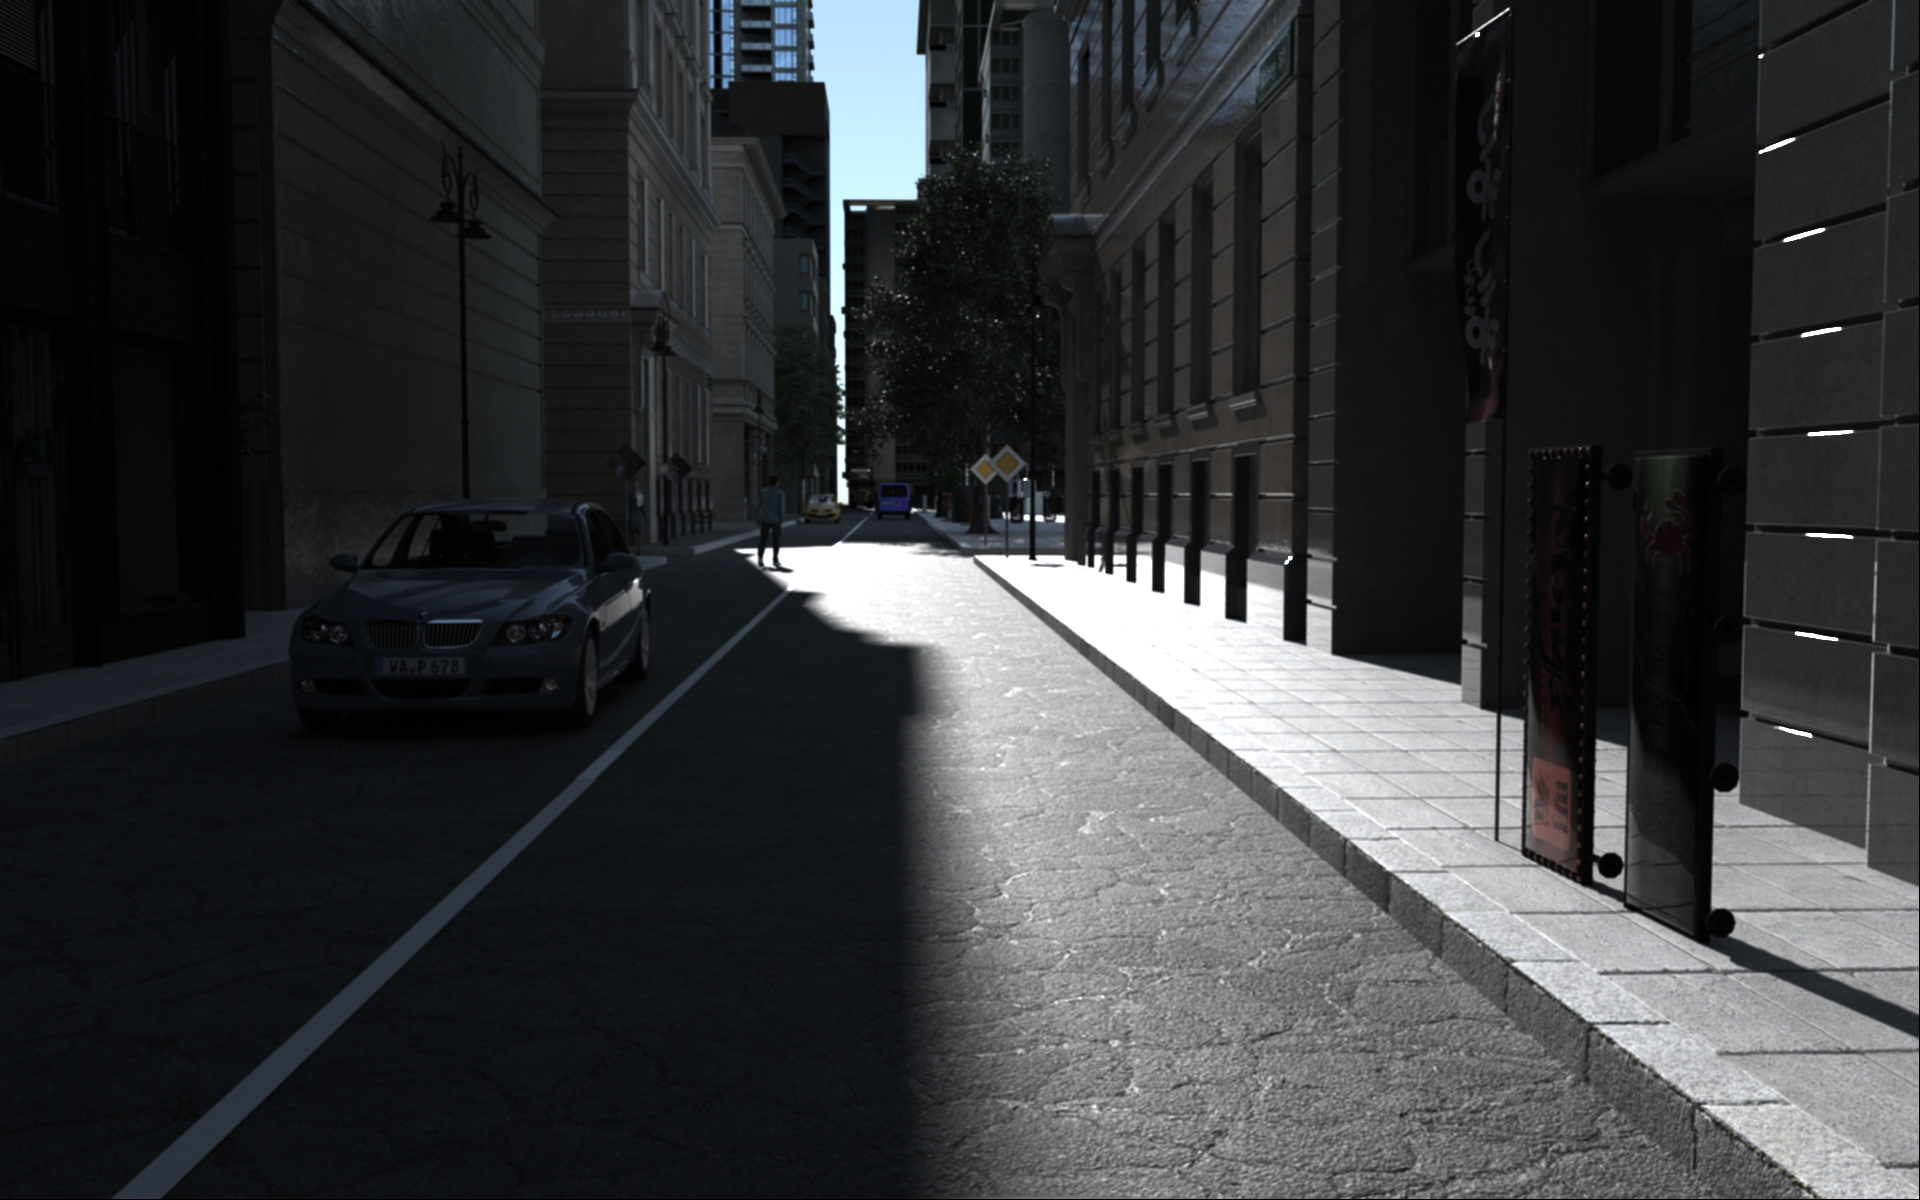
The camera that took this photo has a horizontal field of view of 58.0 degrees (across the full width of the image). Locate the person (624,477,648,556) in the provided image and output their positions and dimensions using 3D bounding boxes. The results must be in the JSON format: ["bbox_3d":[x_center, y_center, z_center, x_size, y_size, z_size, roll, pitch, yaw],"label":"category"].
[{"bbox_3d":[-7.412,-1.895,39.514,0.581,1.822,0.654,-2,4,-31],"label":"person"}]

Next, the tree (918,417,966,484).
[{"bbox_3d":[-1.214,-10.286,118.540,4.360,8.622,3.978,0,3,0],"label":"tree"}]

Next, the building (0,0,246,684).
[{"bbox_3d":[-12.243,-10.827,6.692,12.332,23.373,15.834,0,4,-2],"label":"building"}]

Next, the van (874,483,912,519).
[{"bbox_3d":[-3.813,-5.808,99.340,2.240,2.365,5.245,0,4,-3],"label":"van"}]

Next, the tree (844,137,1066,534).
[{"bbox_3d":[0.803,-8.487,55.763,9.611,12.733,9.660,0,3,0],"label":"tree"}]

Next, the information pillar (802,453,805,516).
[{"bbox_3d":[-9.032,-6.637,99.862,0.183,3.616,0.504,0,4,4],"label":"information pillar"}]

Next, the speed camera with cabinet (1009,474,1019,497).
[{"bbox_3d":[3.818,-7.085,110.173,0.660,3.252,2.038,2,4,30],"label":"speed camera with cabinet"}]

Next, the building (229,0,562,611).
[{"bbox_3d":[-21.913,-11.727,25.025,30.059,22.955,16.112,0,4,-2],"label":"building"}]

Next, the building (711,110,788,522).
[{"bbox_3d":[-14.522,-14.094,81.351,10.553,20.767,40.483,0,4,-2],"label":"building"}]

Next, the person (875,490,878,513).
[{"bbox_3d":[-6.361,-7.635,134.135,0.742,1.727,0.445,3,5,43],"label":"person"}]

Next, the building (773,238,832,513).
[{"bbox_3d":[-24.315,-17.510,131.332,27.650,21.520,28.899,0,4,-2],"label":"building"}]

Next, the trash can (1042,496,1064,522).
[{"bbox_3d":[4.151,-4.178,79.963,0.748,1.137,0.748,0,3,0],"label":"trash can"}]

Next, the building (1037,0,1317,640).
[{"bbox_3d":[8.673,-14.578,24.258,13.634,28.700,20.117,0,4,-2],"label":"building"}]

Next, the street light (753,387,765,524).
[{"bbox_3d":[-8.665,-6.239,74.789,0.468,5.910,1.993,0,4,-2],"label":"street light"}]

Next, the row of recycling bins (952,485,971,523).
[{"bbox_3d":[0.413,-4.388,78.860,1.069,1.692,3.534,1,4,17],"label":"row of recycling bins"}]

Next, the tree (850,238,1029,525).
[{"bbox_3d":[0.422,-9.823,70.984,12.009,13.543,11.850,0,3,0],"label":"tree"}]

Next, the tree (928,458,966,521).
[{"bbox_3d":[-0.566,-5.374,82.466,1.663,3.219,1.824,0,3,0],"label":"tree"}]

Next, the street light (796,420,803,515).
[{"bbox_3d":[-9.889,-8.174,106.438,0.468,5.910,1.993,0,4,-2],"label":"street light"}]

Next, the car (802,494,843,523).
[{"bbox_3d":[-6.821,-4.631,85.938,2.015,1.641,3.980,0,4,-3],"label":"car"}]

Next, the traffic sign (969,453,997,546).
[{"bbox_3d":[0.625,-2.376,42.485,0.795,2.450,0.064,0,4,-2],"label":"traffic sign"}]

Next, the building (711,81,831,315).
[{"bbox_3d":[-21.210,-32.729,185.224,14.200,45.320,14.600,0,4,-2],"label":"building"}]

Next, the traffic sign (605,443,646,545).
[{"bbox_3d":[-6.603,-1.871,34.233,0.795,2.450,0.064,0,4,-2],"label":"traffic sign"}]

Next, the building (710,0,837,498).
[{"bbox_3d":[-30.676,-54.860,209.634,31.000,86.520,22.319,0,4,-2],"label":"building"}]

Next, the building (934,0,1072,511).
[{"bbox_3d":[14.290,-26.980,132.996,32.217,40.220,23.993,0,4,-2],"label":"building"}]

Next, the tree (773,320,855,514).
[{"bbox_3d":[-10.545,-11.927,113.126,7.486,12.596,7.792,0,3,0],"label":"tree"}]

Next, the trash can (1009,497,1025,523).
[{"bbox_3d":[2.515,-3.966,76.490,0.748,1.137,0.748,0,3,0],"label":"trash can"}]

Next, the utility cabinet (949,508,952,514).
[{"bbox_3d":[-0.959,-6.014,109.492,1.020,1.237,0.306,2,4,33],"label":"utility cabinet"}]

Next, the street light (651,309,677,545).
[{"bbox_3d":[-7.393,-4.317,43.377,0.468,5.910,1.993,0,4,-2],"label":"street light"}]

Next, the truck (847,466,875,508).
[{"bbox_3d":[-10.100,-11.501,176.946,2.839,4.237,11.283,0,4,-3],"label":"truck"}]

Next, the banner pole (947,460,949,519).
[{"bbox_3d":[-0.609,-5.984,87.854,0.401,3.779,0.863,0,4,-1],"label":"banner pole"}]

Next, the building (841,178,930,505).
[{"bbox_3d":[-2.606,-32.050,215.890,23.993,40.220,32.217,0,4,-2],"label":"building"}]

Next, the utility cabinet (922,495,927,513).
[{"bbox_3d":[-2.391,-6.469,116.933,0.306,1.237,1.020,0,4,-4],"label":"utility cabinet"}]

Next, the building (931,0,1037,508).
[{"bbox_3d":[7.923,-43.812,154.579,20.563,71.187,20.611,0,4,-2],"label":"building"}]

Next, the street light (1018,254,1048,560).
[{"bbox_3d":[1.412,-3.718,33.581,0.468,5.910,1.993,0,4,-2],"label":"street light"}]

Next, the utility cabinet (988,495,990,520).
[{"bbox_3d":[1.057,-4.586,86.150,0.306,1.237,1.020,3,5,40],"label":"utility cabinet"}]

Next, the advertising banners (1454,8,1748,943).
[{"bbox_3d":[2.036,-0.588,5.798,0.090,3.025,2.074,0,4,-5],"label":"advertising banners"}]

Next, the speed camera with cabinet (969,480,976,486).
[{"bbox_3d":[1.043,-7.112,110.621,0.660,3.252,2.038,1,4,10],"label":"speed camera with cabinet"}]

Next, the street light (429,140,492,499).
[{"bbox_3d":[-6.630,-3.080,23.151,0.468,5.910,1.993,0,4,-2],"label":"street light"}]

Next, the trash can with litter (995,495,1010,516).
[{"bbox_3d":[2.549,-5.719,104.562,1.678,1.210,2.233,2,4,27],"label":"trash can with litter"}]

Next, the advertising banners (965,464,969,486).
[{"bbox_3d":[0.731,-6.366,100.270,0.090,3.025,2.074,2,4,27],"label":"advertising banners"}]

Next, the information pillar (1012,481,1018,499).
[{"bbox_3d":[3.149,-5.826,99.746,0.304,2.012,0.304,-1,4,-8],"label":"information pillar"}]

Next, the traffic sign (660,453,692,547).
[{"bbox_3d":[-6.914,-2.359,42.212,0.795,2.450,0.064,0,4,-2],"label":"traffic sign"}]

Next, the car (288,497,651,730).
[{"bbox_3d":[-3.216,-0.005,12.090,2.014,1.417,4.499,0,4,-3],"label":"car"}]

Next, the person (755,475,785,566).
[{"bbox_3d":[-3.825,-1.604,34.739,0.660,1.820,0.620,1,4,14],"label":"person"}]

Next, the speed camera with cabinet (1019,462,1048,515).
[{"bbox_3d":[4.718,-6.886,106.923,0.660,3.252,2.038,-3,4,-37],"label":"speed camera with cabinet"}]

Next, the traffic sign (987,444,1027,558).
[{"bbox_3d":[0.937,-1.888,34.506,0.795,2.450,0.064,0,4,-2],"label":"traffic sign"}]

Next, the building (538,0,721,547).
[{"bbox_3d":[-14.509,-16.204,50.843,13.634,28.700,20.117,0,4,-2],"label":"building"}]

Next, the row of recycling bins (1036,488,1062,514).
[{"bbox_3d":[5.469,-6.622,115.382,1.069,1.692,3.534,-3,5,-41],"label":"row of recycling bins"}]

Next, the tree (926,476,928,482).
[{"bbox_3d":[-1.084,-6.081,94.031,1.663,3.219,1.824,0,3,0],"label":"tree"}]

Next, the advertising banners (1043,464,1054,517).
[{"bbox_3d":[5.003,-6.173,97.112,0.090,3.025,2.074,1,4,21],"label":"advertising banners"}]

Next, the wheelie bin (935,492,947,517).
[{"bbox_3d":[-0.931,-5.440,96.846,0.693,1.594,0.980,3,5,43],"label":"wheelie bin"}]

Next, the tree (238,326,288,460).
[{"bbox_3d":[-7.704,-1.360,16.834,1.663,3.219,1.824,0,3,0],"label":"tree"}]

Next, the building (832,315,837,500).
[{"bbox_3d":[-25.809,-19.333,161.128,27.650,21.520,28.899,0,4,-2],"label":"building"}]

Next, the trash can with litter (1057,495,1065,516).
[{"bbox_3d":[6.630,-5.573,102.184,2.233,1.210,1.678,-1,4,-16],"label":"trash can with litter"}]

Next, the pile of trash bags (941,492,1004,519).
[{"bbox_3d":[0.666,-4.928,90.328,3.447,1.369,1.912,1,4,17],"label":"pile of trash bags"}]

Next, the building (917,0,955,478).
[{"bbox_3d":[10.087,-36.086,179.252,28.713,52.752,27.495,0,4,-2],"label":"building"}]
